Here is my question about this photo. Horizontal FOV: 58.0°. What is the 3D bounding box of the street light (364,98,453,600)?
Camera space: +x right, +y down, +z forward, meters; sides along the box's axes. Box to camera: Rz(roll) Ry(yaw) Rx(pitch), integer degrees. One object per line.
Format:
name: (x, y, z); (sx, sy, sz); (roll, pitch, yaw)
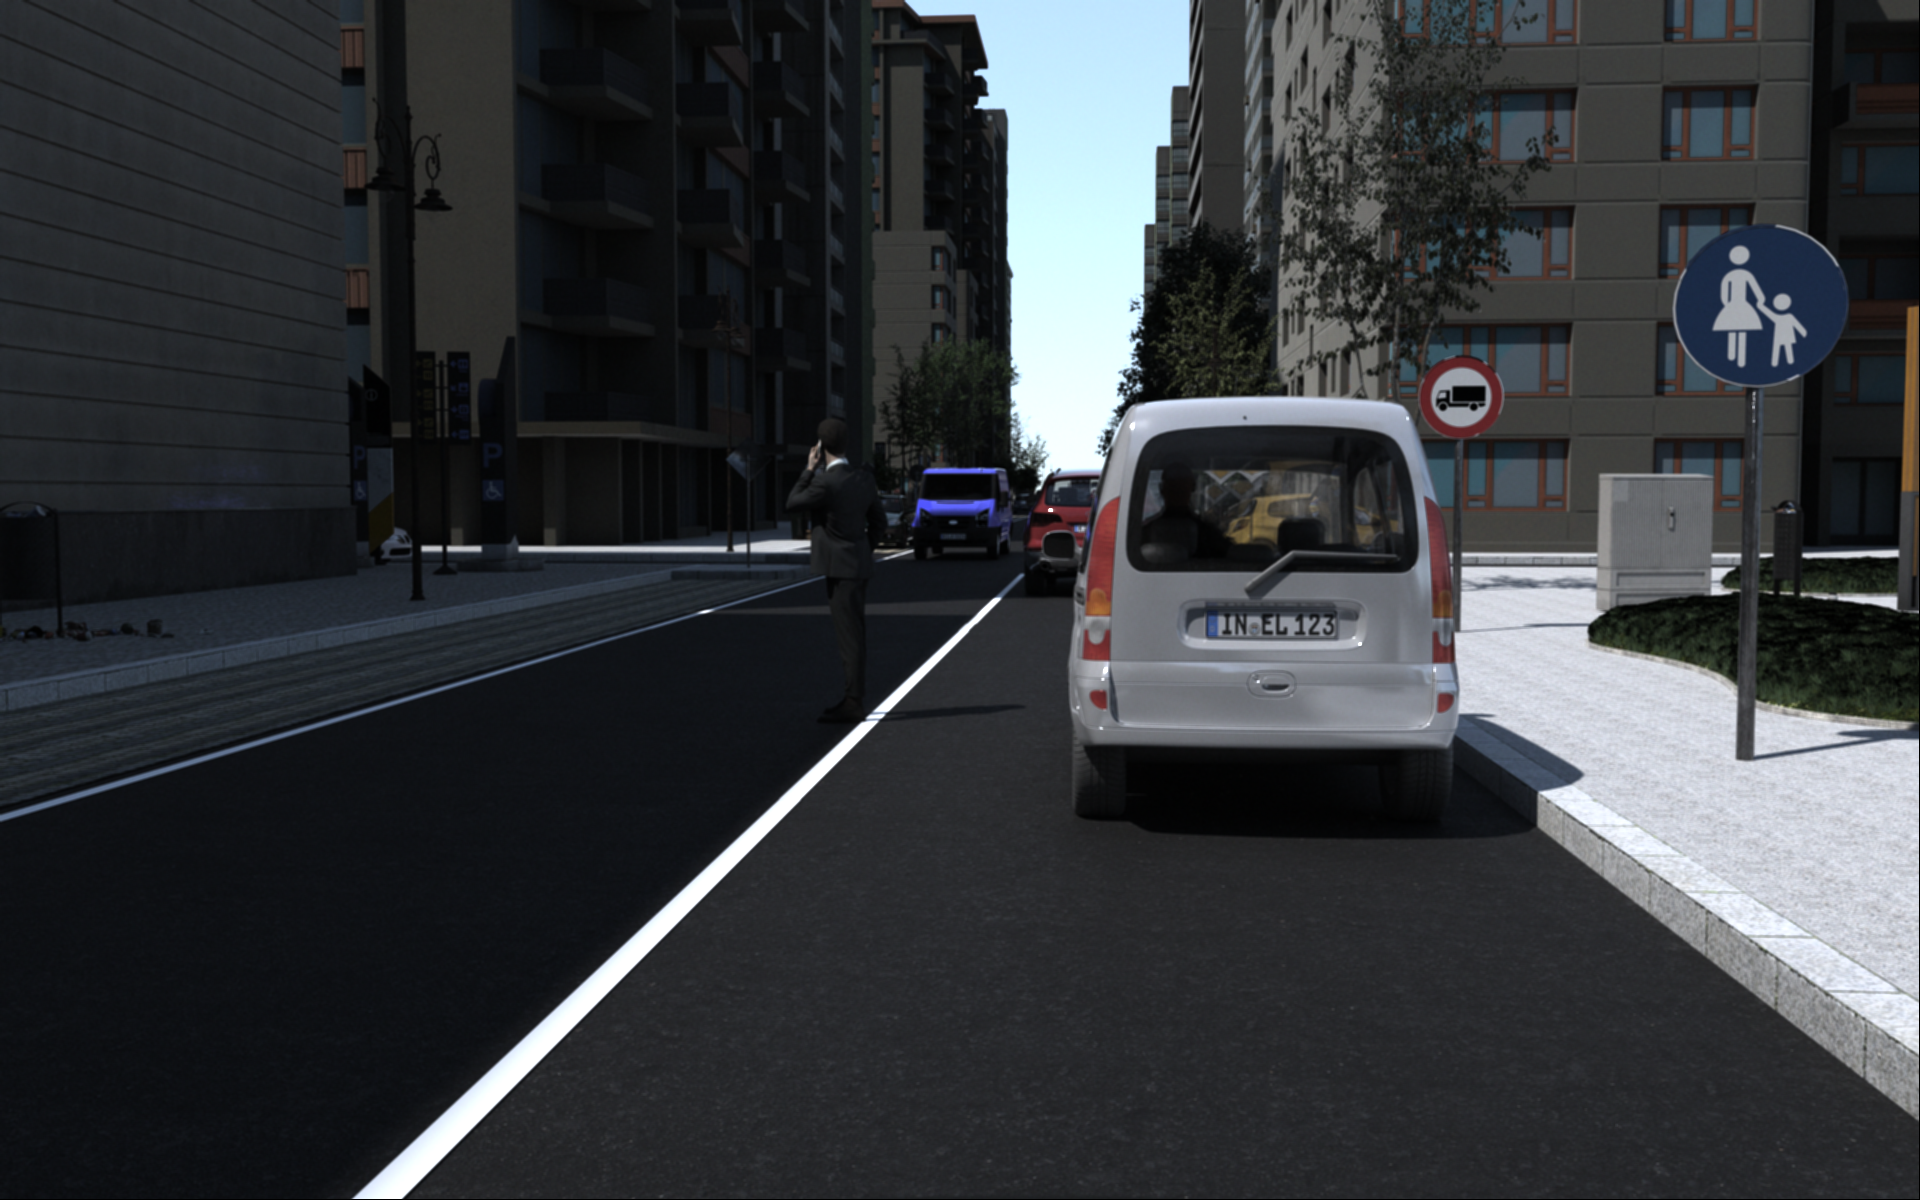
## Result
street light: (-6.563, -2.935, 20.779); (0.468, 5.910, 1.993); (0, 4, 5)

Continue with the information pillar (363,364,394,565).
information pillar: (-10.481, -2.437, 31.199); (0.504, 3.616, 0.183); (0, 4, -3)

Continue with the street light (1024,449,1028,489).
street light: (6.873, -12.619, 179.104); (0.468, 5.910, 1.993); (0, 4, 5)

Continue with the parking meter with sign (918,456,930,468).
parking meter with sign: (-1.524, -4.974, 77.592); (0.543, 3.016, 1.738); (0, 4, -6)

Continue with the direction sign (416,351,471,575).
direction sign: (-8.236, -2.177, 27.597); (0.876, 3.537, 0.379); (-1, 4, -11)

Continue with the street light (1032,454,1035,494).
street light: (8.392, -13.758, 197.735); (0.468, 5.910, 1.993); (0, 4, 5)

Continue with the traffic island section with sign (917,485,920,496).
traffic island section with sign: (-1.161, -3.157, 60.248); (1.989, 1.847, 2.006); (0, 4, 5)

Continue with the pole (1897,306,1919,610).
pole: (10.427, -1.535, 18.941); (0.158, 3.312, 0.155); (0, 3, 0)

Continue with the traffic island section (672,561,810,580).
traffic island section: (-3.700, -0.481, 30.151); (2.009, 0.180, 2.903); (0, 4, 5)

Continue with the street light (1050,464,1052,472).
street light: (13.799, -17.692, 262.056); (0.468, 5.910, 1.993); (0, 4, 5)

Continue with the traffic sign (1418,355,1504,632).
traffic sign: (4.609, -0.973, 16.015); (0.768, 2.556, 0.104); (0, 4, 5)

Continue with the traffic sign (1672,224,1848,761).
traffic sign: (3.790, -0.500, 8.286); (0.768, 2.556, 0.104); (1, 4, 14)

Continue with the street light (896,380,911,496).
street light: (-2.295, -5.963, 70.289); (0.468, 5.910, 1.993); (0, 4, 5)

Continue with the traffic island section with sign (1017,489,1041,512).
traffic island section with sign: (5.330, -7.861, 137.156); (1.989, 1.847, 2.006); (0, 4, 5)

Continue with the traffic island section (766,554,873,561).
traffic island section: (-3.029, -0.968, 38.108); (2.009, 0.180, 2.903); (0, 4, 5)

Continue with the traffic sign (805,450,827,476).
traffic sign: (-3.005, -2.104, 38.044); (0.795, 2.450, 0.064); (0, 4, 5)

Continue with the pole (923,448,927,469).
pole: (-1.537, -5.035, 76.170); (0.158, 3.312, 0.155); (0, 3, 0)

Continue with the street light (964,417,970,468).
street light: (0.385, -7.915, 102.196); (0.468, 5.910, 1.993); (0, 4, 5)

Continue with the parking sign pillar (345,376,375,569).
parking sign pillar: (-10.973, -2.546, 30.107); (1.447, 3.967, 1.447); (1, 4, 19)

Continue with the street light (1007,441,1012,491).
street light: (4.169, -10.667, 147.199); (0.468, 5.910, 1.993); (0, 4, 5)

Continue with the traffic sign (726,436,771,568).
traffic sign: (-3.676, -1.617, 30.087); (0.795, 2.450, 0.064); (0, 4, 5)

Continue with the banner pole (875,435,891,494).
banner pole: (-3.219, -5.095, 73.325); (0.863, 3.779, 0.401); (0, 4, 5)

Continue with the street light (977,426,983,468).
street light: (1.358, -8.717, 115.302); (0.468, 5.910, 1.993); (0, 4, 5)

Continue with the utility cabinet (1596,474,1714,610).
utility cabinet: (7.568, -0.622, 18.850); (1.173, 1.500, 0.318); (-1, 4, -8)

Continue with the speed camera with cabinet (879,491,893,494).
speed camera with cabinet: (-4.685, -7.106, 110.525); (0.660, 3.252, 2.038); (2, 4, 32)

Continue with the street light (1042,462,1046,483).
street light: (11.119, -15.741, 230.149); (0.468, 5.910, 1.993); (0, 4, 5)

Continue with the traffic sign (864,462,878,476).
traffic sign: (-3.316, -3.698, 61.646); (0.795, 2.450, 0.064); (1, 4, 10)

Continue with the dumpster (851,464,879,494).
dumpster: (-3.524, -3.313, 56.655); (1.502, 2.255, 1.985); (0, 4, 5)

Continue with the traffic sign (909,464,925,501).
traffic sign: (-1.809, -4.503, 73.728); (0.768, 2.556, 0.104); (1, 4, 9)

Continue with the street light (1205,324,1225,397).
street light: (6.926, -4.550, 47.172); (0.468, 5.910, 1.993); (0, 4, 5)

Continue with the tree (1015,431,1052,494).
tree: (8.492, -15.367, 201.615); (4.737, 8.622, 4.395); (0, 3, 0)

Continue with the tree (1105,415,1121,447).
tree: (20.058, -16.507, 195.640); (9.928, 11.665, 9.643); (0, 3, 0)

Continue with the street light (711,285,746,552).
street light: (-5.116, -4.013, 38.393); (0.468, 5.910, 1.993); (0, 4, 5)

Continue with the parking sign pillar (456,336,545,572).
parking sign pillar: (-7.737, -2.482, 29.056); (1.447, 3.967, 1.447); (0, 4, -6)
